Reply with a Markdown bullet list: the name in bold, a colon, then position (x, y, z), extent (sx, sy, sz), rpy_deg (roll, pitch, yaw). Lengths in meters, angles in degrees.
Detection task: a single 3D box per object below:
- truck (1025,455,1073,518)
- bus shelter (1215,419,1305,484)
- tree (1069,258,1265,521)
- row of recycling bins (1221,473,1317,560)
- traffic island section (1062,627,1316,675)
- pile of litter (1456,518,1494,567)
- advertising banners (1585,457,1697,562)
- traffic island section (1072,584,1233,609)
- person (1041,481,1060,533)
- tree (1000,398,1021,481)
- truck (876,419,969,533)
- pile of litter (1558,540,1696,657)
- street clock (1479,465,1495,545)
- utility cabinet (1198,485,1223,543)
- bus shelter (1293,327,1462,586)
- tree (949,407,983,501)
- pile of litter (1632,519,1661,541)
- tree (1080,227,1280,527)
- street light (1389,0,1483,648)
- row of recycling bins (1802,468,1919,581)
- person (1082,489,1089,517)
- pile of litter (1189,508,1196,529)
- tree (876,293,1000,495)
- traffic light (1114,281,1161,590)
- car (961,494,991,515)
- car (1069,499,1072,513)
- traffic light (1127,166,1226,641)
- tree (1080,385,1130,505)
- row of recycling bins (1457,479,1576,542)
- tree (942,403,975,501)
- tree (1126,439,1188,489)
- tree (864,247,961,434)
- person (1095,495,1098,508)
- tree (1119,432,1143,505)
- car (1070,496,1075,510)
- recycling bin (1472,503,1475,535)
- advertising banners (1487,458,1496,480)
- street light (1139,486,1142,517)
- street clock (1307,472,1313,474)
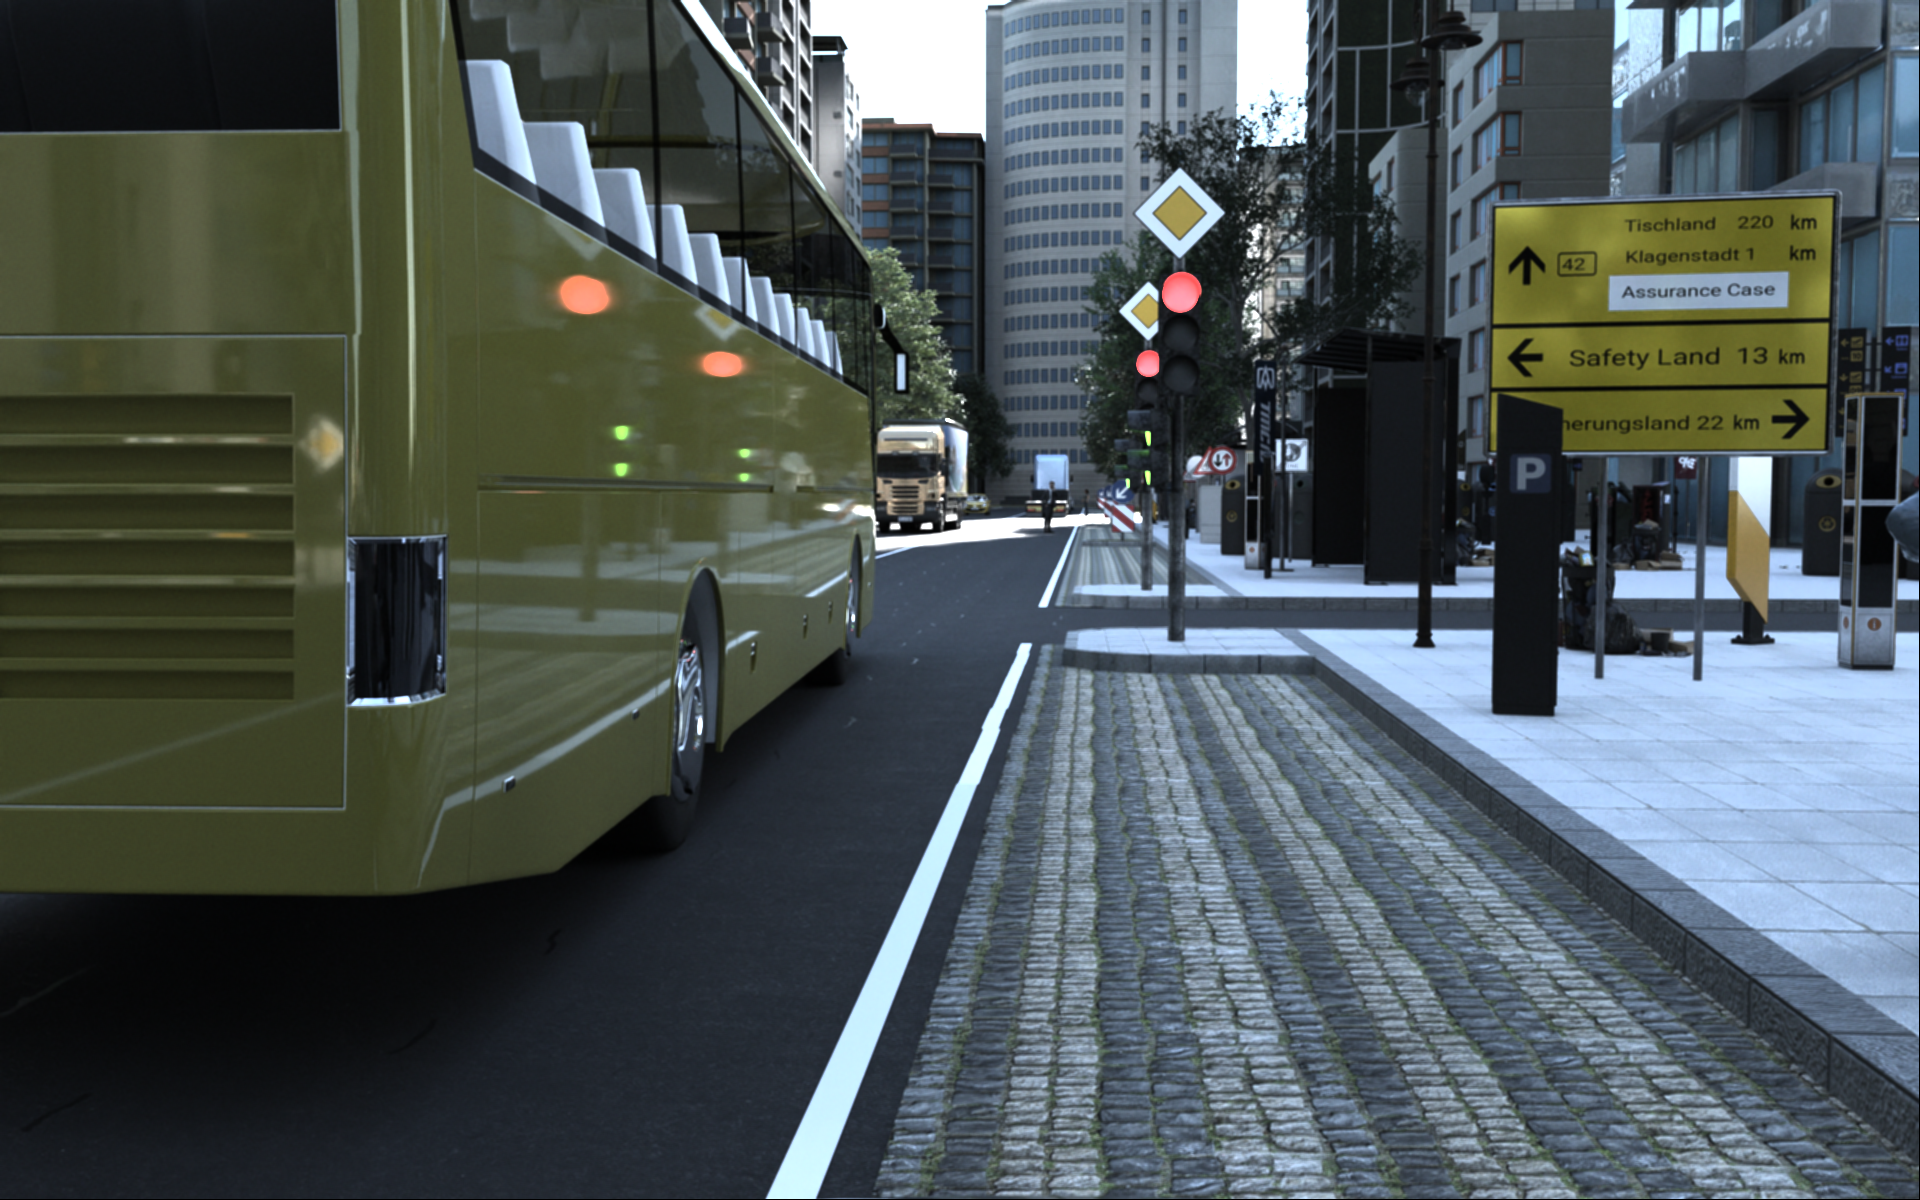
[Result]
- **truck**: position (5.812, -7.523, 112.758), extent (2.967, 4.110, 18.799), rpy_deg (0, 4, 4)
- **bus shelter**: position (8.451, -3.384, 49.249), extent (2.014, 3.302, 5.546), rpy_deg (0, 4, 4)
- **tree**: position (9.843, -10.163, 83.177), extent (9.611, 12.733, 9.660), rpy_deg (0, 3, 0)
- **row of recycling bins**: position (6.478, -1.732, 35.433), extent (1.069, 1.692, 3.534), rpy_deg (-1, 4, -21)
- **traffic island section**: position (1.912, 0.436, 15.145), extent (2.009, 0.180, 2.903), rpy_deg (0, 4, 4)
- **pile of litter**: position (9.334, -1.055, 31.222), extent (1.719, 0.858, 1.176), rpy_deg (-3, 5, -44)
- **advertising banners**: position (12.434, -2.155, 31.428), extent (2.074, 3.025, 0.090), rpy_deg (0, 4, 4)
- **traffic island section**: position (2.510, -0.051, 23.107), extent (2.009, 0.180, 2.903), rpy_deg (0, 4, 4)
- **person**: position (3.341, -3.422, 63.816), extent (0.648, 1.900, 0.474), rpy_deg (-3, 4, -36)
- **tree**: position (0.895, -14.693, 157.240), extent (9.611, 12.733, 9.660), rpy_deg (0, 3, 0)
- **truck**: position (-1.447, -4.784, 67.127), extent (2.839, 4.237, 11.283), rpy_deg (0, 4, 6)
- **pile of litter**: position (5.403, -0.029, 14.432), extent (1.176, 0.858, 1.719), rpy_deg (0, 4, -4)
- **street clock**: position (13.253, -2.385, 43.572), extent (0.358, 2.002, 0.471), rpy_deg (3, 5, 40)
- **utility cabinet**: position (6.804, -2.202, 44.684), extent (1.173, 1.500, 0.318), rpy_deg (2, 4, 35)
- **bus shelter**: position (6.465, -2.209, 27.396), extent (1.731, 3.624, 6.357), rpy_deg (0, 4, 4)
- **tree**: position (-0.295, -11.987, 146.351), extent (4.737, 8.622, 4.395), rpy_deg (0, 3, 0)
- **pile of litter**: position (11.721, -0.939, 29.322), extent (1.719, 0.858, 1.176), rpy_deg (1, 4, 21)
- **tree**: position (8.381, -8.607, 66.481), extent (9.928, 11.665, 9.643), rpy_deg (0, 3, 0)
- **street light**: position (3.897, -2.543, 14.363), extent (0.468, 5.910, 1.993), rpy_deg (0, 4, 4)
- **row of recycling bins**: position (14.354, -1.163, 26.130), extent (1.069, 1.692, 3.534), rpy_deg (-2, 4, -25)
- **person**: position (7.919, -6.139, 109.586), extent (0.721, 1.735, 1.217), rpy_deg (-1, 4, -11)
- **pile of litter**: position (8.850, -3.092, 64.527), extent (1.176, 0.858, 1.719), rpy_deg (0, 4, -2)
- **tree**: position (-3.685, -11.037, 97.461), extent (9.611, 12.733, 9.660), rpy_deg (0, 3, 0)
- **traffic light**: position (2.471, -2.084, 22.996), extent (0.839, 4.253, 0.868), rpy_deg (0, 4, 4)
- **car**: position (1.132, -6.558, 117.449), extent (2.015, 1.641, 3.980), rpy_deg (0, 4, 4)
- **car**: position (7.416, -7.352, 129.988), extent (2.009, 1.686, 4.222), rpy_deg (0, 4, 6)
- **traffic light**: position (1.873, -1.597, 15.034), extent (0.839, 4.253, 0.868), rpy_deg (0, 4, 4)
- **tree**: position (13.934, -13.879, 145.051), extent (7.486, 12.596, 7.792), rpy_deg (0, 3, 0)
- **row of recycling bins**: position (14.863, -2.446, 47.098), extent (3.534, 1.692, 1.069), rpy_deg (1, 4, 8)
- **tree**: position (-0.565, -11.220, 133.813), extent (4.360, 8.622, 3.978), rpy_deg (0, 3, 0)
- **tree**: position (13.741, -10.926, 128.999), extent (4.737, 8.622, 4.395), rpy_deg (0, 3, 0)
- **tree**: position (-3.857, -9.863, 79.392), extent (7.486, 12.596, 7.792), rpy_deg (0, 3, 0)
- **person**: position (13.282, -9.580, 165.851), extent (1.217, 1.743, 0.721), rpy_deg (1, 4, 22)
- **tree**: position (15.638, -12.645, 157.100), extent (4.360, 8.622, 3.978), rpy_deg (0, 3, 0)
- **car**: position (9.339, -8.832, 156.764), extent (2.083, 1.381, 4.827), rpy_deg (0, 4, 5)
- **recycling bin**: position (14.118, -2.243, 49.223), extent (0.722, 1.027, 0.722), rpy_deg (-1, 4, -17)
- **advertising banners**: position (18.287, -3.960, 60.939), extent (0.090, 3.025, 2.074), rpy_deg (-1, 4, -11)
- **street light**: position (10.165, -7.609, 97.197), extent (0.468, 5.910, 1.993), rpy_deg (0, 4, 4)
- **street clock**: position (11.457, -3.167, 56.353), extent (0.471, 2.002, 0.358), rpy_deg (1, 4, 16)
